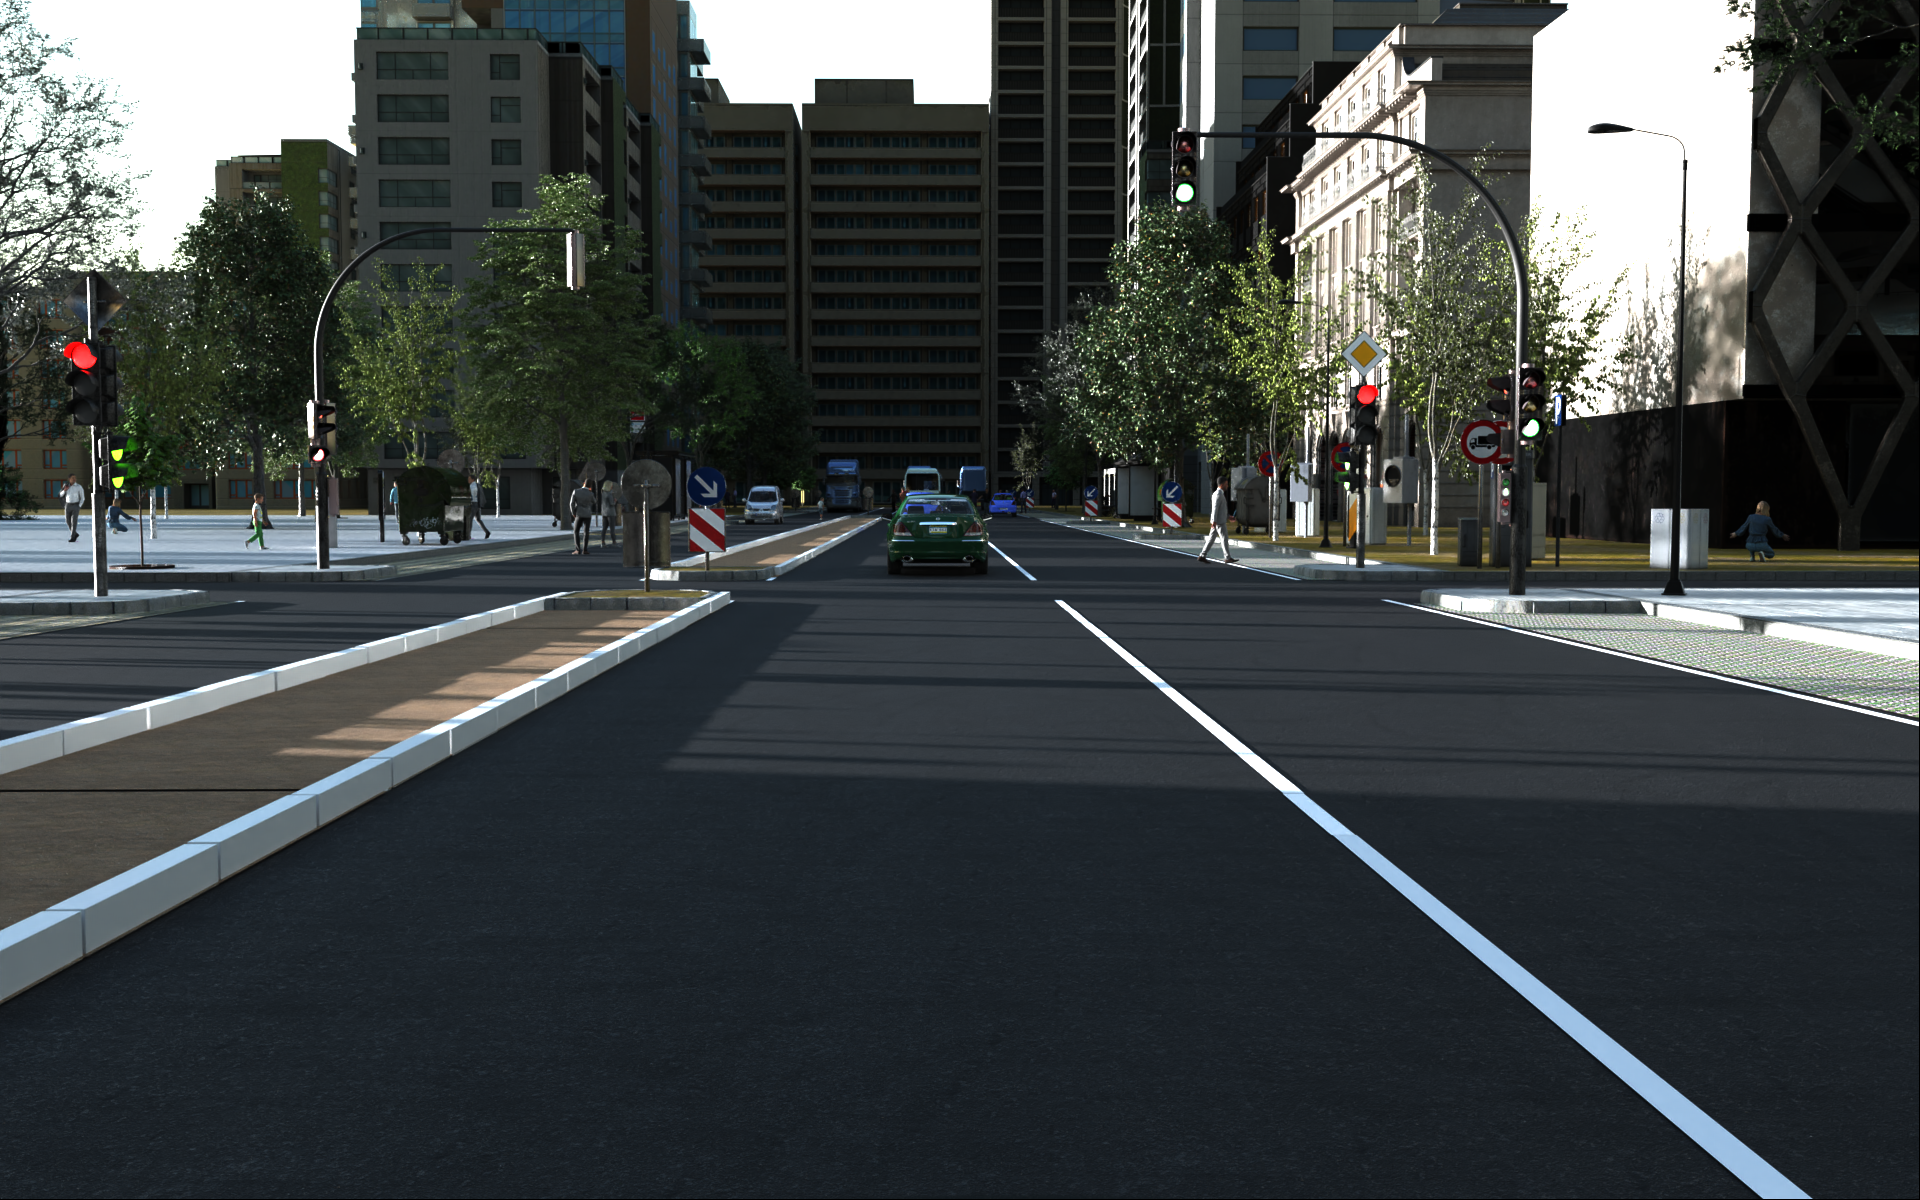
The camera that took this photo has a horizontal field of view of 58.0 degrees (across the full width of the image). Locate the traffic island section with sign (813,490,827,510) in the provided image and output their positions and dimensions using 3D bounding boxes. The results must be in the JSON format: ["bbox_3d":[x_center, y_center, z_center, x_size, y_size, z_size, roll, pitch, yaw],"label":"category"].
[{"bbox_3d":[-12.939,-9.178,158.695,1.989,1.847,2.006,0,4,-1],"label":"traffic island section with sign"}]

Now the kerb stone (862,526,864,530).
[{"bbox_3d":[-3.841,-2.668,65.817,0.120,0.150,1.000,0,4,-1],"label":"kerb stone"}]

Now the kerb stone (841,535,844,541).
[{"bbox_3d":[-3.594,-1.790,51.466,0.120,0.150,1.000,0,4,-1],"label":"kerb stone"}]

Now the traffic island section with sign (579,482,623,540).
[{"bbox_3d":[-11.084,-2.836,55.002,1.989,1.847,2.006,0,4,-1],"label":"traffic island section with sign"}]

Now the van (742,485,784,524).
[{"bbox_3d":[-9.423,-4.668,83.328,2.013,2.044,4.112,0,4,-2],"label":"van"}]

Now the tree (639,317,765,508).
[{"bbox_3d":[-15.584,-10.863,103.369,9.928,11.665,9.643,0,3,0],"label":"tree"}]

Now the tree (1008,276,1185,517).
[{"bbox_3d":[7.879,-11.428,97.213,12.009,13.543,11.850,0,3,0],"label":"tree"}]

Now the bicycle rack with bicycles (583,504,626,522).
[{"bbox_3d":[-15.200,-3.661,73.238,2.852,0.926,2.925,-1,4,-10],"label":"bicycle rack with bicycles"}]

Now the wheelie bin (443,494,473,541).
[{"bbox_3d":[-13.868,-2.440,47.797,0.693,1.594,0.980,2,4,35],"label":"wheelie bin"}]

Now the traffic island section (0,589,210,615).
[{"bbox_3d":[-10.821,0.030,21.795,2.009,0.180,2.903,0,4,-1],"label":"traffic island section"}]

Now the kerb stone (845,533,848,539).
[{"bbox_3d":[-3.620,-1.915,53.511,0.120,0.150,1.000,0,4,-1],"label":"kerb stone"}]

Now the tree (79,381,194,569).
[{"bbox_3d":[-14.049,-2.150,29.761,1.663,3.219,1.824,0,3,0],"label":"tree"}]

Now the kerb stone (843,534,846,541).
[{"bbox_3d":[-3.602,-1.853,52.488,0.120,0.150,1.000,0,4,-1],"label":"kerb stone"}]

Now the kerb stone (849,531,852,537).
[{"bbox_3d":[-3.681,-2.103,56.583,0.120,0.150,1.000,0,4,-1],"label":"kerb stone"}]

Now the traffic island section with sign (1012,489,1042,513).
[{"bbox_3d":[5.168,-7.535,131.831,1.989,1.847,2.006,0,4,-1],"label":"traffic island section with sign"}]

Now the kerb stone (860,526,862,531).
[{"bbox_3d":[-3.823,-2.602,64.794,0.120,0.150,1.000,0,4,-1],"label":"kerb stone"}]

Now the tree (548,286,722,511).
[{"bbox_3d":[-14.341,-8.656,75.940,8.767,10.594,7.601,0,4,7],"label":"tree"}]

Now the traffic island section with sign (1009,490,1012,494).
[{"bbox_3d":[4.683,-9.184,158.782,1.989,1.847,2.006,0,4,-1],"label":"traffic island section with sign"}]

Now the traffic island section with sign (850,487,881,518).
[{"bbox_3d":[-5.580,-5.905,104.681,2.006,1.907,1.989,0,4,-1],"label":"traffic island section with sign"}]

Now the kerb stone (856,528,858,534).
[{"bbox_3d":[-3.752,-2.353,60.678,0.120,0.150,1.000,0,4,-1],"label":"kerb stone"}]

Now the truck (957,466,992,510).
[{"bbox_3d":[1.607,-10.497,161.376,2.967,4.110,18.799,0,4,-3],"label":"truck"}]

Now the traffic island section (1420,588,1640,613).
[{"bbox_3d":[7.118,0.011,22.109,2.009,0.180,2.903,0,4,-1],"label":"traffic island section"}]

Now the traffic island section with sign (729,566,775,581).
[{"bbox_3d":[-4.233,-1.310,29.554,2.006,1.907,1.989,0,4,-1],"label":"traffic island section with sign"}]

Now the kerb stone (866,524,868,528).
[{"bbox_3d":[-3.914,-2.919,69.919,0.120,0.150,1.000,0,4,-1],"label":"kerb stone"}]

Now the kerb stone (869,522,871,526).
[{"bbox_3d":[-3.990,-3.170,74.024,0.120,0.150,1.000,0,4,-1],"label":"kerb stone"}]

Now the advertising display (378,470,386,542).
[{"bbox_3d":[-15.514,-2.524,46.478,0.123,1.923,0.974,-1,4,-15],"label":"advertising display"}]

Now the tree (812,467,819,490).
[{"bbox_3d":[-15.542,-11.496,171.672,4.285,4.588,4.351,0,3,0],"label":"tree"}]

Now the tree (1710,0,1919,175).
[{"bbox_3d":[9.806,-4.767,12.347,8.767,10.594,7.601,2,4,29],"label":"tree"}]

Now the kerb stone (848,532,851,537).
[{"bbox_3d":[-3.662,-2.041,55.561,0.120,0.150,1.000,0,4,-1],"label":"kerb stone"}]

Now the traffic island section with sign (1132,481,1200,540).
[{"bbox_3d":[6.532,-2.844,55.129,1.989,1.847,2.006,0,4,-1],"label":"traffic island section with sign"}]

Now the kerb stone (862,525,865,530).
[{"bbox_3d":[-3.860,-2.728,66.840,0.120,0.150,1.000,0,4,-1],"label":"kerb stone"}]

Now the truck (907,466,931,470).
[{"bbox_3d":[-3.652,-10.401,159.818,2.967,4.110,18.799,0,4,-2],"label":"truck"}]

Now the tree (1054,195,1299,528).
[{"bbox_3d":[8.300,-9.121,66.132,9.611,12.733,9.660,0,3,0],"label":"tree"}]

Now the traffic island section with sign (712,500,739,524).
[{"bbox_3d":[-11.580,-4.518,82.498,1.989,1.847,2.006,0,4,-1],"label":"traffic island section with sign"}]

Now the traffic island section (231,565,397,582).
[{"bbox_3d":[-10.963,-0.459,29.779,2.009,0.180,2.903,0,4,-1],"label":"traffic island section"}]

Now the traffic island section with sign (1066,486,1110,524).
[{"bbox_3d":[6.048,-4.500,82.203,1.989,1.847,2.006,0,4,-1],"label":"traffic island section with sign"}]

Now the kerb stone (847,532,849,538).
[{"bbox_3d":[-3.647,-1.974,54.537,0.120,0.150,1.000,0,4,-1],"label":"kerb stone"}]

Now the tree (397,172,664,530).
[{"bbox_3d":[-14.175,-8.758,61.316,7.486,12.596,7.792,0,3,0],"label":"tree"}]

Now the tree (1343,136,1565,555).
[{"bbox_3d":[10.262,-5.256,36.305,4.360,8.622,3.978,0,3,0],"label":"tree"}]

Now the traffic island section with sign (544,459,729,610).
[{"bbox_3d":[-4.111,-0.857,22.148,2.006,1.907,1.989,0,4,-1],"label":"traffic island section with sign"}]

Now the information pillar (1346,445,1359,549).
[{"bbox_3d":[9.323,-3.022,40.765,0.183,3.616,0.504,-1,4,-18],"label":"information pillar"}]

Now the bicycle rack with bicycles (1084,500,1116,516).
[{"bbox_3d":[8.458,-5.386,101.449,2.925,0.926,2.852,3,4,38],"label":"bicycle rack with bicycles"}]

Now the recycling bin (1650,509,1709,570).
[{"bbox_3d":[12.396,-1.057,29.843,0.722,1.027,0.722,-3,5,-42],"label":"recycling bin"}]

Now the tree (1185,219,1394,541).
[{"bbox_3d":[8.877,-5.917,47.101,4.737,8.622,4.395,0,3,0],"label":"tree"}]

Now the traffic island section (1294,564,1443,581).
[{"bbox_3d":[6.976,-0.478,30.092,2.009,0.180,2.903,0,4,-1],"label":"traffic island section"}]

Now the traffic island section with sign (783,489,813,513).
[{"bbox_3d":[-12.451,-7.530,131.745,1.989,1.847,2.006,0,4,-1],"label":"traffic island section with sign"}]

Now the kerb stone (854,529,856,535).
[{"bbox_3d":[-3.738,-2.291,59.656,0.120,0.150,1.000,0,4,-1],"label":"kerb stone"}]

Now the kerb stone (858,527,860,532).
[{"bbox_3d":[-3.787,-2.475,62.740,0.120,0.150,1.000,0,4,-1],"label":"kerb stone"}]

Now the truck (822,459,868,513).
[{"bbox_3d":[-9.017,-9.207,140.297,2.967,4.110,18.799,0,4,0],"label":"truck"}]

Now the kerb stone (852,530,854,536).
[{"bbox_3d":[-3.703,-2.164,57.610,0.120,0.150,1.000,0,4,-1],"label":"kerb stone"}]
